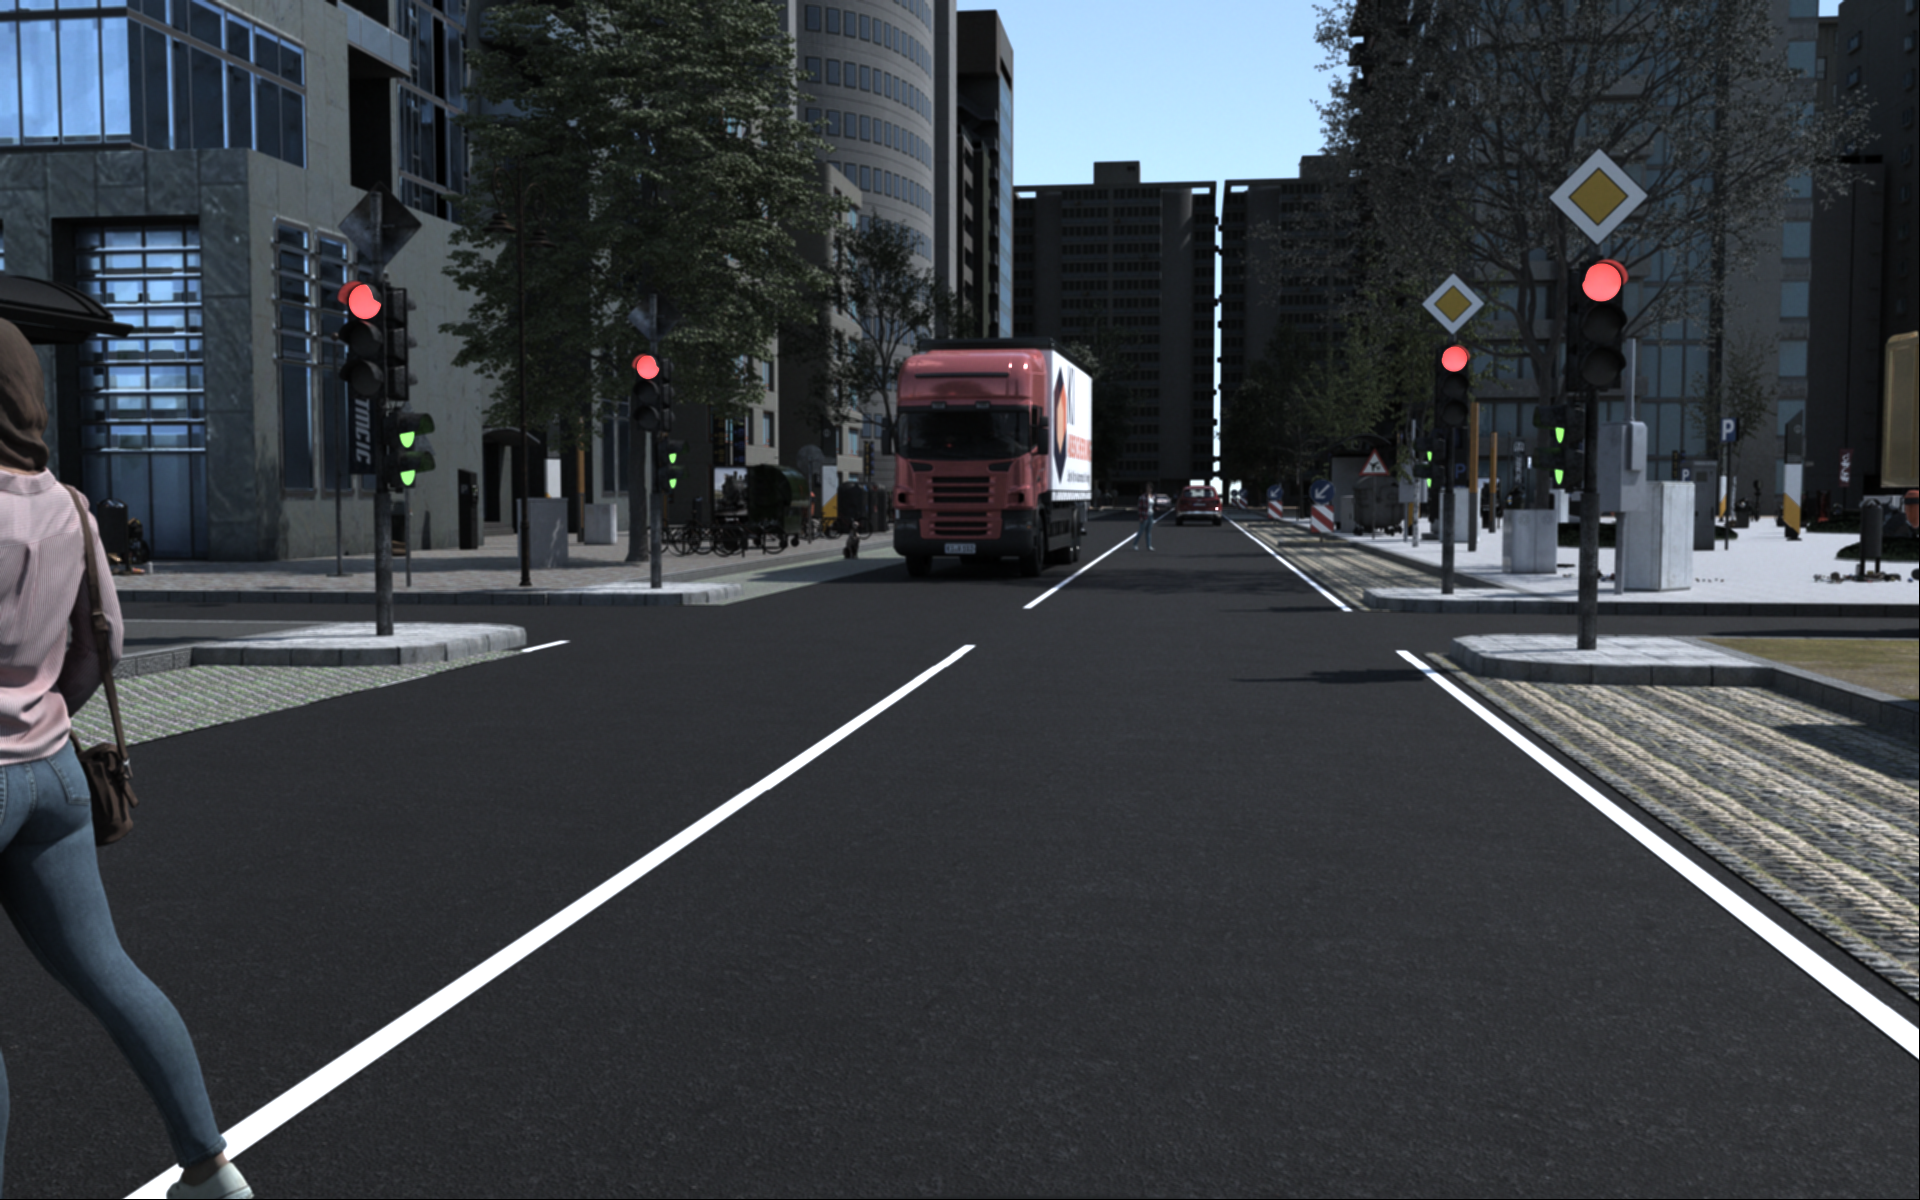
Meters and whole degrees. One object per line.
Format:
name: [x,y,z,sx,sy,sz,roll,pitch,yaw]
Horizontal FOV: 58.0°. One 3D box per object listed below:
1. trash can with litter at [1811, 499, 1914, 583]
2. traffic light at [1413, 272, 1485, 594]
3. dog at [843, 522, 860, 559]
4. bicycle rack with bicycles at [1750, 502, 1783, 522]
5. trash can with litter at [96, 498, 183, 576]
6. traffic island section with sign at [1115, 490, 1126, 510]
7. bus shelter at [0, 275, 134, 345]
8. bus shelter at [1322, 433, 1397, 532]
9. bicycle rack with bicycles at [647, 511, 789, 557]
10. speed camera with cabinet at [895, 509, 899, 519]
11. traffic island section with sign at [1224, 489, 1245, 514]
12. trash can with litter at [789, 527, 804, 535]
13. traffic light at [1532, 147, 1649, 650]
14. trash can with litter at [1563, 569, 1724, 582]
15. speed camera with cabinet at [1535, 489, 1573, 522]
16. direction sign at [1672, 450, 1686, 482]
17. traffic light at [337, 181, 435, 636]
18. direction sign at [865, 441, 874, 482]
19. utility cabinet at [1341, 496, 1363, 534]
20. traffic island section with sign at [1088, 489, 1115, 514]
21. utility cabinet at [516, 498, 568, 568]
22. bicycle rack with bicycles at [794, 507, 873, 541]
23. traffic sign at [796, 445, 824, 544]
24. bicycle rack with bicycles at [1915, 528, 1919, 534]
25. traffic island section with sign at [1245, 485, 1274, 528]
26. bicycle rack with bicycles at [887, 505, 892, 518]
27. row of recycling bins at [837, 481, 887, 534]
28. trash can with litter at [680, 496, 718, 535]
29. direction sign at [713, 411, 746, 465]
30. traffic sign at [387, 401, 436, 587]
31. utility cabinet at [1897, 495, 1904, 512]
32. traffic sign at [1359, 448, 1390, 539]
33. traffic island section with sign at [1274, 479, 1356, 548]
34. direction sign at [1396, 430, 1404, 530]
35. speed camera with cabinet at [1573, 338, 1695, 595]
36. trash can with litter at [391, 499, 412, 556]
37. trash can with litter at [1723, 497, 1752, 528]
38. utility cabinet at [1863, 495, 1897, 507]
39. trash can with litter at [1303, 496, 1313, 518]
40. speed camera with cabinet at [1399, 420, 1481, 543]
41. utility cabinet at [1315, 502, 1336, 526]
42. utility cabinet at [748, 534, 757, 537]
trash can with litter: [13.241,-0.897,25.717,2.233,1.210,1.678,-3,4,-39]
traffic light: [6.241,-2.031,22.123,0.839,4.253,0.868,0,4,8]
dog: [-2.327,-1.312,38.289,0.513,0.831,0.800,1,4,16]
bicycle rack with bicycles: [37.710,-4.143,81.123,2.852,0.926,2.925,2,4,35]
trash can with litter: [-13.806,-1.019,27.717,2.233,1.210,1.678,1,4,14]
traffic island section with sign: [13.571,-8.749,151.678,1.989,1.847,2.006,0,4,8]
bus shelter: [-9.142,-1.214,13.765,2.014,3.302,5.546,0,4,8]
bus shelter: [13.864,-4.063,60.359,2.014,3.302,5.546,0,4,8]
bicycle rack with bicycles: [-5.287,-1.394,36.170,2.925,0.926,2.852,1,4,8]
speed camera with cabinet: [-2.065,-4.222,63.360,0.660,3.252,2.038,0,4,-1]
traffic island section with sign: [20.096,-7.043,123.788,1.989,1.847,2.006,0,4,8]
trash can with litter: [-5.286,-2.608,54.023,0.624,1.170,1.055,2,4,25]
traffic light: [5.165,-1.547,14.211,0.839,4.253,0.868,0,4,8]
trash can with litter: [10.125,-0.913,25.989,1.678,1.210,2.233,-2,4,-29]
speed camera with cabinet: [20.417,-3.916,58.359,0.660,3.252,2.038,-3,4,-39]
direction sign: [37.296,-5.991,89.947,0.876,3.537,0.379,-2,4,-23]
traffic light: [-5.203,-1.632,15.599,0.839,4.253,0.868,0,4,8]
direction sign: [-3.873,-5.022,74.103,0.379,3.537,0.876,1,4,22]
utility cabinet: [12.744,-2.765,56.367,0.306,1.237,1.020,-1,4,-15]
traffic island section with sign: [9.922,-7.105,124.795,1.989,1.847,2.006,0,4,8]
utility cabinet: [-7.318,-1.175,30.371,0.306,1.237,1.020,2,4,27]
bicycle rack with bicycles: [-4.288,-2.172,48.891,2.925,0.926,2.852,3,4,37]
traffic sign: [-3.878,-2.722,44.613,0.768,2.556,0.104,1,4,17]
bicycle rack with bicycles: [27.467,-2.040,46.734,2.925,0.926,2.852,-1,4,-11]
traffic island section with sign: [13.368,-4.015,74.273,1.989,1.847,2.006,0,4,8]
bicycle rack with bicycles: [-2.750,-4.299,83.670,2.852,0.926,2.925,1,4,14]
row of recycling bins: [-3.260,-3.054,57.050,1.069,1.692,3.534,1,4,14]
trash can with litter: [-8.109,-2.694,55.098,1.678,1.210,2.233,1,4,14]
direction sign: [-6.265,-3.367,47.045,0.876,3.537,0.379,0,4,-3]
traffic sign: [-7.623,-1.460,23.876,0.884,2.594,0.081,1,4,17]
utility cabinet: [42.342,-4.116,78.457,1.020,1.237,0.306,-2,4,-29]
traffic sign: [11.787,-3.015,49.304,0.884,2.594,0.081,1,4,10]
traffic island section with sign: [9.643,-2.341,46.911,1.989,1.847,2.006,0,4,8]
direction sign: [15.605,-4.256,61.579,0.379,3.537,0.876,2,4,27]
speed camera with cabinet: [8.915,-1.736,22.719,2.038,3.252,0.660,-3,5,-42]
trash can with litter: [-11.633,-1.507,36.025,0.624,1.170,1.055,-2,4,-26]
trash can with litter: [29.166,-3.282,65.043,0.624,1.170,1.055,-2,4,-25]
utility cabinet: [34.966,-3.350,65.936,1.020,1.237,0.306,3,4,37]
trash can with litter: [18.999,-5.061,94.135,1.055,1.170,0.624,-3,5,-41]
speed camera with cabinet: [12.742,-3.159,45.993,2.038,3.252,0.660,2,4,24]
utility cabinet: [14.814,-3.711,69.358,1.173,1.500,0.318,0,4,-3]
utility cabinet: [-6.355,-2.451,51.239,1.020,1.237,0.306,1,4,22]
